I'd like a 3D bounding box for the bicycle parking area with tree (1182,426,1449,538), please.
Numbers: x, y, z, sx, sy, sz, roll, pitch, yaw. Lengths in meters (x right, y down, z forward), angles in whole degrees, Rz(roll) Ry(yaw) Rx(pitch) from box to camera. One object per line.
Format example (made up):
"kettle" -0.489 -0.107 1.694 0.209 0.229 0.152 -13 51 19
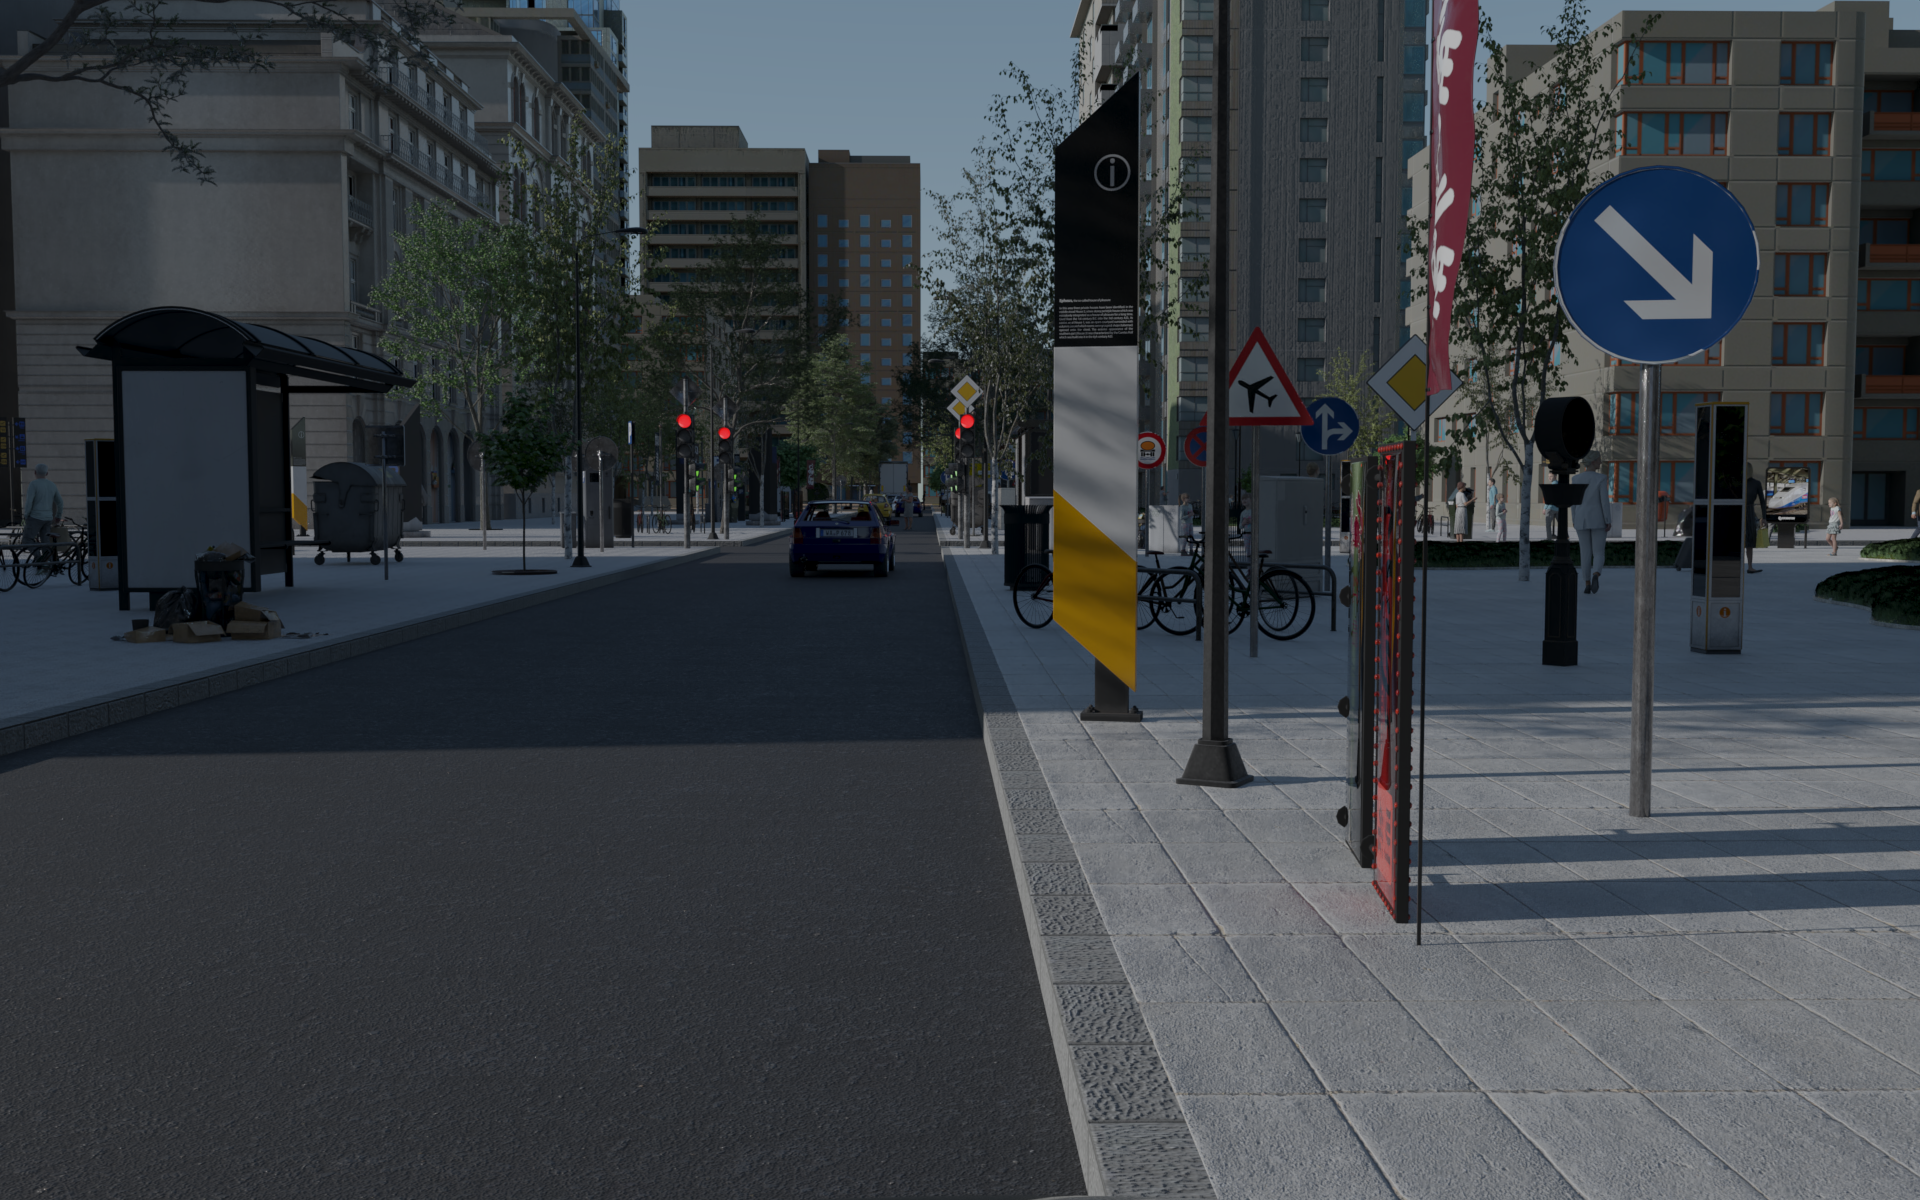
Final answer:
"bicycle parking area with tree" 11.482 -4.134 54.599 8.231 4.147 9.016 1 4 22

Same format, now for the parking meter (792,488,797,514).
"parking meter" -10.301 -6.279 108.365 0.399 1.863 0.255 1 4 20

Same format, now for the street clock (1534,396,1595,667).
"street clock" 4.502 -0.512 12.938 0.471 2.002 0.358 -3 5 -39

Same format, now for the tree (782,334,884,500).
"tree" -9.062 -12.490 122.340 7.486 12.596 7.792 0 3 0

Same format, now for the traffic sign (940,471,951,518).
"traffic sign" -0.666 -5.686 93.066 0.768 2.556 0.104 0 4 0

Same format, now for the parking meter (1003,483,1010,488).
"parking meter" 2.544 -5.438 94.626 0.399 1.863 0.255 2 4 24

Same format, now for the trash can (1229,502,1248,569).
"trash can" 4.743 -1.112 29.838 0.748 1.137 0.748 0 3 0

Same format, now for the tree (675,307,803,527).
"tree" -7.854 -7.114 66.671 4.360 8.622 3.978 0 3 0

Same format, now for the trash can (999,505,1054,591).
"trash can" 0.890 -0.701 23.109 0.748 1.137 0.748 0 3 0

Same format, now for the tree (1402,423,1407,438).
"tree" 27.713 -9.296 102.344 4.360 8.622 3.978 0 3 0

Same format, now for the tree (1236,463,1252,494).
"tree" 18.191 -6.945 108.147 1.663 3.219 1.824 0 3 0

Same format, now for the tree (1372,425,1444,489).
"tree" 20.961 -5.978 81.454 4.285 4.588 4.351 0 3 0

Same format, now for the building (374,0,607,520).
"building" -28.792 -18.962 97.417 14.401 28.519 23.554 0 4 -1

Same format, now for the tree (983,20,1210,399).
"tree" 1.979 -4.755 28.104 4.360 8.622 3.978 0 3 0

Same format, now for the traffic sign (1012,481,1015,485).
"traffic sign" 3.638 -6.492 106.152 0.884 2.594 0.081 0 4 8

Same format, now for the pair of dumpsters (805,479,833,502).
"pair of dumpsters" -8.876 -6.500 108.772 1.574 2.255 4.437 0 4 -1

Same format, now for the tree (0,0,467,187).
"tree" -7.374 -6.114 10.329 12.009 13.543 11.850 0 3 0

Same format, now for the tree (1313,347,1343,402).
"tree" 19.865 -8.364 87.116 4.737 8.622 4.395 0 3 0

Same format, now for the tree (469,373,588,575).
"tree" -7.124 -2.032 27.832 1.663 3.219 1.824 0 3 0

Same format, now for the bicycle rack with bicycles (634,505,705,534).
"bicycle rack with bicycles" -9.402 -2.634 56.454 2.852 0.926 2.925 -1 4 -11

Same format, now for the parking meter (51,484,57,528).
"parking meter" -21.190 -1.947 40.246 0.372 1.533 0.369 0 3 0

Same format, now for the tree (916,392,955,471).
"tree" -0.890 -10.399 120.393 4.737 8.622 4.395 0 3 0

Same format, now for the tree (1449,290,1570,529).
"tree" 19.369 -6.857 62.471 4.360 8.622 3.978 0 3 0

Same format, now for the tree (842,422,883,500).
"tree" -9.788 -14.243 183.236 4.737 8.622 4.395 0 3 0

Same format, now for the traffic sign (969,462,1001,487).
"traffic sign" 1.489 -7.175 111.180 2.265 3.308 0.079 0 4 6

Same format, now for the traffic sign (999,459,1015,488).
"traffic sign" 1.764 -3.882 63.570 0.768 2.556 0.104 0 4 5

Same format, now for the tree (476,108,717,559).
"tree" -7.631 -5.124 34.146 4.737 8.622 4.395 0 3 0

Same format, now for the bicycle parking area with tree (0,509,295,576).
"bicycle parking area with tree" -17.826 -2.843 33.490 9.016 4.147 8.231 2 4 26

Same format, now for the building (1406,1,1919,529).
"building" 37.818 -14.144 76.295 28.899 21.520 27.650 0 4 -1

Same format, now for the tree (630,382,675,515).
"tree" -19.686 -9.608 107.460 4.360 8.622 3.978 0 3 0

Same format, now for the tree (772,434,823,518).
"tree" -9.055 -6.742 93.947 4.285 4.588 4.351 0 3 0

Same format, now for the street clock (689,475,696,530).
"street clock" -9.607 -3.513 62.006 0.358 2.002 0.471 -1 4 -10

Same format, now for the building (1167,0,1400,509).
"building" 20.900 -26.504 116.927 14.154 41.232 14.086 0 4 -1

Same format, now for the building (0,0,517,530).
"building" -28.257 -14.178 73.605 13.314 21.916 24.055 0 4 -1

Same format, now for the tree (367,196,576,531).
"tree" -17.007 -8.289 61.286 9.928 11.665 9.643 0 3 0

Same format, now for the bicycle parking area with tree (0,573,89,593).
"bicycle parking area with tree" -16.006 -2.113 21.544 8.231 4.147 9.016 1 4 19

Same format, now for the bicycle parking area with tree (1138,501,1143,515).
"bicycle parking area with tree" 13.874 -5.598 78.527 8.231 4.147 9.016 -2 4 -33

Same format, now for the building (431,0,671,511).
"building" -39.898 -27.092 134.841 32.217 40.220 23.993 0 4 -1

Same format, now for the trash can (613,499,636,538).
"trash can" -9.818 -2.374 50.475 0.748 1.137 0.748 0 3 0

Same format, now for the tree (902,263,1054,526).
"tree" 0.745 -8.251 69.309 8.767 10.594 7.601 2 4 31

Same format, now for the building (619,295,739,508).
"building" -37.931 -19.993 171.922 28.899 21.520 27.650 0 4 -1

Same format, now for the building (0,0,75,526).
"building" -49.200 -16.747 67.328 24.014 27.812 14.314 0 4 -1

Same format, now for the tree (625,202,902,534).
"tree" -7.316 -7.404 55.475 7.601 10.594 8.767 2 4 25

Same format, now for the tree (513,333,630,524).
"tree" -17.095 -7.518 73.275 4.360 8.622 3.978 0 3 0

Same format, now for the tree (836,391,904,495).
"tree" -10.886 -17.950 200.140 9.857 13.997 8.962 0 3 0

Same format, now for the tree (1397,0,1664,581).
"tree" 8.390 -4.599 25.552 4.737 8.622 4.395 0 3 0

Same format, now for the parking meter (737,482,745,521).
"parking meter" -10.406 -4.683 82.270 0.399 1.863 0.255 0 4 -4

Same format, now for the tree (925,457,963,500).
"tree" -0.717 -9.444 138.125 4.285 4.588 4.351 0 3 0

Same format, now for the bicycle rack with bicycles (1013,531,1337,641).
"bicycle rack with bicycles" 2.253 -0.169 16.150 2.852 0.926 2.925 -3 4 -36
